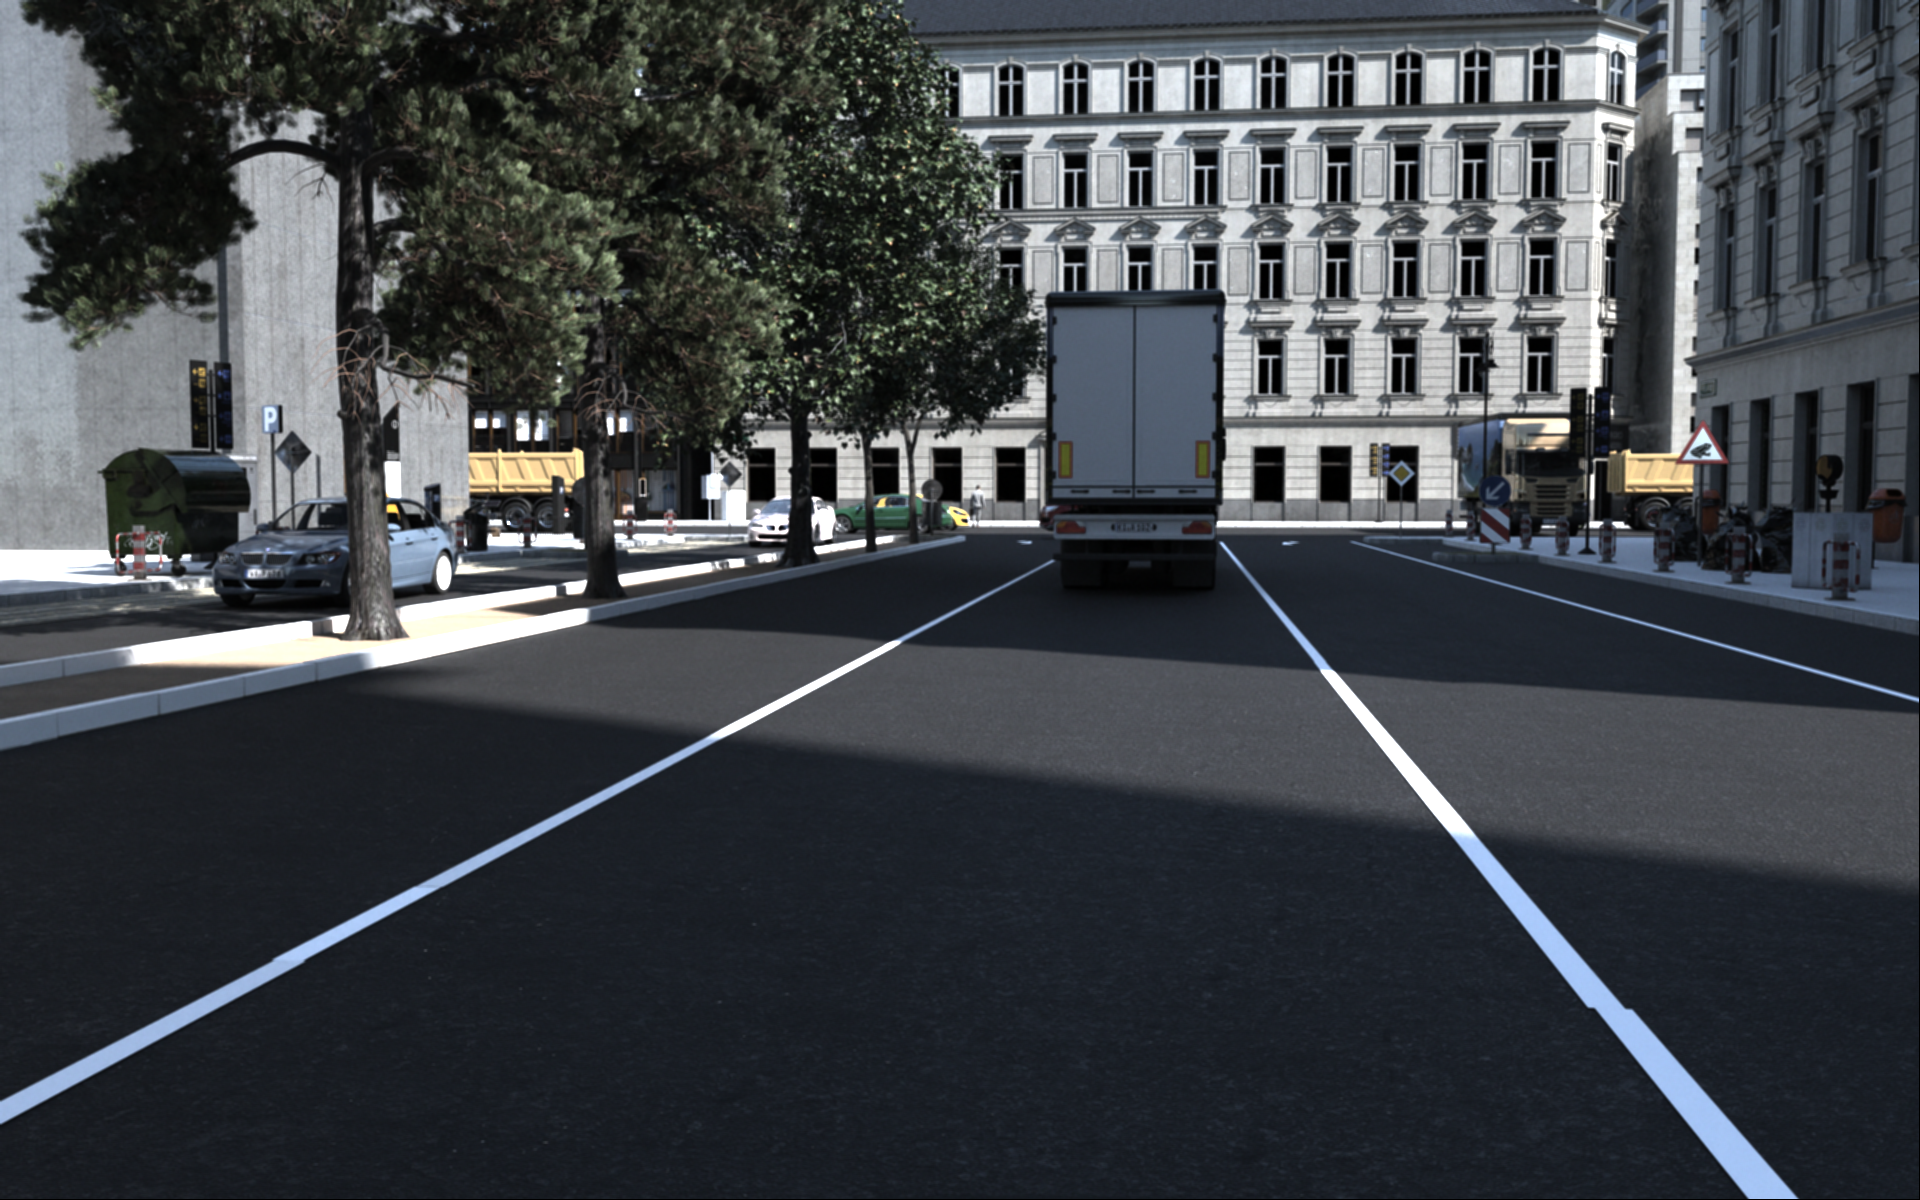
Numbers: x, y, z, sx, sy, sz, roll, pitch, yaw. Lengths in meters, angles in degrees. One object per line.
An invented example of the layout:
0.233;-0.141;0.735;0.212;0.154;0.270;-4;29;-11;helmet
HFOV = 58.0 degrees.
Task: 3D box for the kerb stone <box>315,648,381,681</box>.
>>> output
-4.904;0.517;13.743;0.120;0.150;1.000;0;4;7;kerb stone

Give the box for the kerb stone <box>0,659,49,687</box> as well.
-7.112;0.562;13.000;0.120;0.150;1.000;0;4;7;kerb stone

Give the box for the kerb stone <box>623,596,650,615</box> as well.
-3.991;0.078;20.913;0.120;0.150;1.000;0;4;7;kerb stone

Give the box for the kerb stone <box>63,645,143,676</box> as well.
-6.984;0.500;14.017;0.120;0.150;1.000;0;4;7;kerb stone

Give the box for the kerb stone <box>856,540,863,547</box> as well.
-2.827;-1.495;46.642;0.120;0.150;1.000;0;4;7;kerb stone

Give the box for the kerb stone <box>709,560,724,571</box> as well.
-4.644;-0.623;32.377;0.120;0.150;1.000;0;4;7;kerb stone

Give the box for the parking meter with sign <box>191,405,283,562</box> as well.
-13.967;-2.271;33.397;0.543;3.016;1.738;2;4;34;parking meter with sign

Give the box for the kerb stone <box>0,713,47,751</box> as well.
-5.416;0.766;9.668;0.120;0.150;1.000;0;4;7;kerb stone

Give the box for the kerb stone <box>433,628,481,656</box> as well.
-4.647;0.392;15.784;0.120;0.150;1.000;0;4;7;kerb stone

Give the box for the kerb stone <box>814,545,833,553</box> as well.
-3.353;-1.237;42.572;0.120;0.150;1.000;0;4;7;kerb stone

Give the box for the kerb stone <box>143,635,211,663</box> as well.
-6.858;0.438;15.035;0.120;0.150;1.000;0;4;7;kerb stone

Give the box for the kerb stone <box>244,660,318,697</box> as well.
-5.042;0.585;12.727;0.120;0.150;1.000;0;4;7;kerb stone

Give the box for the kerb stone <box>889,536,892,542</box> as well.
-2.174;-1.808;51.757;0.120;0.150;1.000;0;4;7;kerb stone

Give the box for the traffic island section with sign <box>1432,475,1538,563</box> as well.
11.253;-1.751;37.255;1.989;1.847;2.006;0;4;7;traffic island section with sign

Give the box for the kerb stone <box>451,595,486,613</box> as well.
-6.076;0.064;21.146;0.120;0.150;1.000;0;4;7;kerb stone

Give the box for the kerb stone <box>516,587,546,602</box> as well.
-5.822;-0.055;23.181;0.120;0.150;1.000;0;4;7;kerb stone

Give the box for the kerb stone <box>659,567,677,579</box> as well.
-5.042;-0.436;29.320;0.120;0.150;1.000;0;4;7;kerb stone

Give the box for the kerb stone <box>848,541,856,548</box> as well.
-2.966;-1.433;45.627;0.120;0.150;1.000;0;4;7;kerb stone

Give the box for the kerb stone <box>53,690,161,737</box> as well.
-5.299;0.705;10.687;0.120;0.150;1.000;0;4;7;kerb stone

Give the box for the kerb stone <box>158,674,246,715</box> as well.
-5.167;0.647;11.703;0.120;0.150;1.000;0;4;7;kerb stone

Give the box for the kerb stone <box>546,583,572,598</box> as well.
-5.689;-0.116;24.209;0.120;0.150;1.000;0;4;7;kerb stone

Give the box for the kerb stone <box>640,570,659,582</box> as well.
-5.174;-0.373;28.302;0.120;0.150;1.000;0;4;7;kerb stone

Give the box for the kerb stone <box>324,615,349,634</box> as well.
-6.465;0.251;18.085;0.120;0.150;1.000;0;4;7;kerb stone

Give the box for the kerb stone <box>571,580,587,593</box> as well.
-5.560;-0.186;25.237;0.120;0.150;1.000;0;4;7;kerb stone

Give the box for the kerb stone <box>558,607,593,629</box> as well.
-4.256;0.204;18.854;0.120;0.150;1.000;0;4;7;kerb stone

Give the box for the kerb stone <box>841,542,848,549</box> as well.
-3.096;-1.367;44.610;0.120;0.150;1.000;0;4;7;kerb stone

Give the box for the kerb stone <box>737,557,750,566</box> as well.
-4.397;-0.739;34.418;0.120;0.150;1.000;0;4;7;kerb stone

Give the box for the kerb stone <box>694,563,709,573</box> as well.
-4.781;-0.558;31.359;0.120;0.150;1.000;0;4;7;kerb stone

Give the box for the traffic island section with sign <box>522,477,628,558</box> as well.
-8.626;-1.871;39.226;1.989;1.847;2.006;0;4;7;traffic island section with sign

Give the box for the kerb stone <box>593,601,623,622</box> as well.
-4.119;0.145;19.887;0.120;0.150;1.000;0;4;7;kerb stone

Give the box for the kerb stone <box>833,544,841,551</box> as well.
-3.227;-1.308;43.590;0.120;0.150;1.000;0;4;7;kerb stone

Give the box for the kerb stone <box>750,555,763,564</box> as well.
-4.261;-0.810;35.433;0.120;0.150;1.000;0;4;7;kerb stone

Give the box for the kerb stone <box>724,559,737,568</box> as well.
-4.527;-0.685;33.397;0.120;0.150;1.000;0;4;7;kerb stone

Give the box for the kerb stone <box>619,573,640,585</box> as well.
-5.299;-0.311;27.281;0.120;0.150;1.000;0;4;7;kerb stone

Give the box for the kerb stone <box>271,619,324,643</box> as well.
-6.598;0.315;17.068;0.120;0.150;1.000;0;4;7;kerb stone

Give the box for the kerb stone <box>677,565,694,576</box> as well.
-4.912;-0.498;30.343;0.120;0.150;1.000;0;4;7;kerb stone

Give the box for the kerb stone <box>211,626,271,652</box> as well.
-6.730;0.376;16.052;0.120;0.150;1.000;0;4;7;kerb stone

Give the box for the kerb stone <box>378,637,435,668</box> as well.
-4.772;0.454;14.767;0.120;0.150;1.000;0;4;7;kerb stone

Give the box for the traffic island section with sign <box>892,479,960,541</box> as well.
-0.951;-2.744;52.996;2.006;1.907;1.989;0;4;7;traffic island section with sign

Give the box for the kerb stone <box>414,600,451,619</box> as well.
-6.210;0.127;20.124;0.120;0.150;1.000;0;4;7;kerb stone

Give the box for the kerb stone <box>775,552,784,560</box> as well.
-4.001;-0.934;37.471;0.120;0.150;1.000;0;4;7;kerb stone

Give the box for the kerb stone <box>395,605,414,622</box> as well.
-6.335;0.189;19.107;0.120;0.150;1.000;0;4;7;kerb stone

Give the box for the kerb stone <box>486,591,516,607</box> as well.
-5.960;0.004;22.165;0.120;0.150;1.000;0;4;7;kerb stone

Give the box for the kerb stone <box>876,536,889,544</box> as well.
-2.306;-1.744;50.731;0.120;0.150;1.000;0;4;7;kerb stone

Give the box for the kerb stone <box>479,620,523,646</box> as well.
-4.517;0.333;16.811;0.120;0.150;1.000;0;4;7;kerb stone

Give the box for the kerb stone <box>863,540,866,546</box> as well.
-2.704;-1.557;47.660;0.120;0.150;1.000;0;4;7;kerb stone

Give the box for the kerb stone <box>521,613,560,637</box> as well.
-4.381;0.269;17.837;0.120;0.150;1.000;0;4;7;kerb stone

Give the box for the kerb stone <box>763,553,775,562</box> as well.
-4.130;-0.871;36.450;0.120;0.150;1.000;0;4;7;kerb stone
